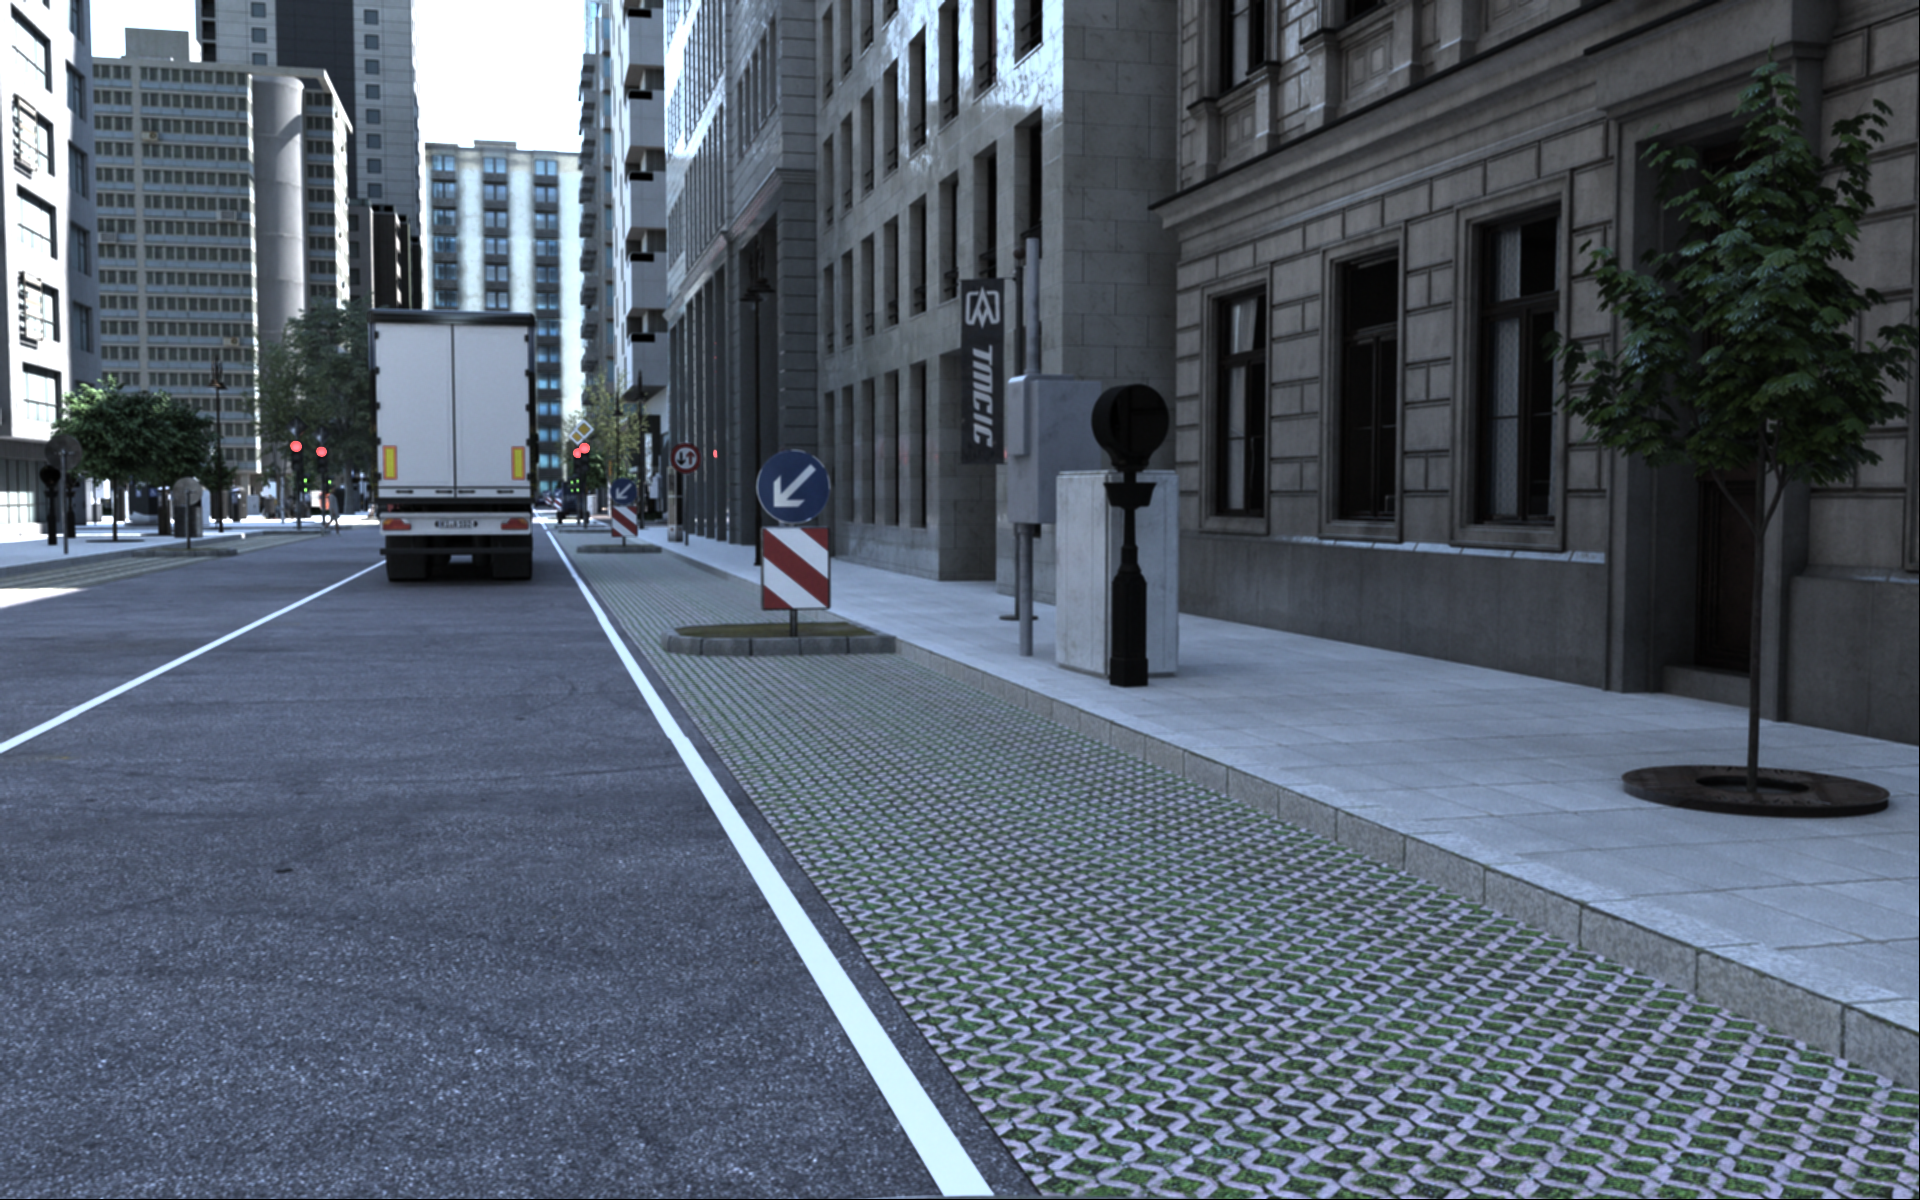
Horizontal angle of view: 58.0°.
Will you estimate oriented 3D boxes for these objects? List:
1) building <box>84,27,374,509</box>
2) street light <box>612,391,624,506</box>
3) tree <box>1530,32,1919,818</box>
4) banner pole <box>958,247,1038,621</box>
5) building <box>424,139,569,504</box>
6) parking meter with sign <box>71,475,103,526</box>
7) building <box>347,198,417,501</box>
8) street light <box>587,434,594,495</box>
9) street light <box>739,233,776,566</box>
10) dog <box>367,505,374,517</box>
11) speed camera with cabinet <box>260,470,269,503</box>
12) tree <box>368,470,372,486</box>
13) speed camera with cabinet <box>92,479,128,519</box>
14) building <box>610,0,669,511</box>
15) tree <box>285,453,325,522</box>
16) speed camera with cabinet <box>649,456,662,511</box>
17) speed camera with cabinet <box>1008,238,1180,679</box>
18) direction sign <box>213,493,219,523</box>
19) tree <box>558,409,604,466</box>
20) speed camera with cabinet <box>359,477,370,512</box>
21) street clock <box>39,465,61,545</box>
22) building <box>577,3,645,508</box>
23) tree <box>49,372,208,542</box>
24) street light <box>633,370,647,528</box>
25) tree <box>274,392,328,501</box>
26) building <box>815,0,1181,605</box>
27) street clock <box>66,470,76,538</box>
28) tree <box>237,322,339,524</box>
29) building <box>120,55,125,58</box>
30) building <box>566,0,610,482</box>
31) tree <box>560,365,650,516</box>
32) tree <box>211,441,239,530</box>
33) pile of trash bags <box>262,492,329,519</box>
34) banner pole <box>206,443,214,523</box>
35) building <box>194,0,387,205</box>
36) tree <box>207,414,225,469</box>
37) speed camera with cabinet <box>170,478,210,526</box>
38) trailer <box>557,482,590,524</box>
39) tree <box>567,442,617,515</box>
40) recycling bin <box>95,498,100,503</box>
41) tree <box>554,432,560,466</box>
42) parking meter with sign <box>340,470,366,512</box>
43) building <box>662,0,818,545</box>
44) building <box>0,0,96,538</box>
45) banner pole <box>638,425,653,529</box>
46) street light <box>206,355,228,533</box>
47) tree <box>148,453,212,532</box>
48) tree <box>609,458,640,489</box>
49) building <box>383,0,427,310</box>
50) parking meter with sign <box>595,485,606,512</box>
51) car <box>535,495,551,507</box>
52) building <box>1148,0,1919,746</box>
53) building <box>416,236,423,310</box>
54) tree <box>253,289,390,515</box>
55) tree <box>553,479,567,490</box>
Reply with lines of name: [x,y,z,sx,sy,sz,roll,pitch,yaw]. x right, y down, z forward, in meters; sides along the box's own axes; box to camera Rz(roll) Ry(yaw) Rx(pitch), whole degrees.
building: [-66.195,-27.974,149.255,32.217,40.220,23.993,-1,4,-14]
street light: [-15.367,-6.423,77.812,0.468,5.910,1.993,-1,4,-14]
tree: [3.492,-0.778,7.323,1.663,3.219,1.824,0,3,0]
banner pole: [0.384,-1.695,17.723,0.863,3.779,0.401,1,4,19]
building: [-63.181,-37.747,236.778,30.456,49.044,23.786,-1,4,-14]
parking meter with sign: [-39.127,-4.954,77.259,0.543,3.016,1.738,1,4,20]
building: [-61.519,-24.382,170.340,14.160,30.474,14.107,-1,4,-14]
street light: [-23.747,-8.477,111.389,0.468,5.910,1.993,-1,4,-14]
street light: [-3.617,-3.558,30.955,0.468,5.910,1.993,-1,4,-14]
dog: [-33.366,-4.982,98.296,0.513,0.831,0.800,0,4,-5]
speed camera with cabinet: [-52.841,-8.403,131.730,0.660,3.252,2.038,-2,4,-27]
tree: [-44.291,-9.202,134.166,4.285,4.588,4.351,0,3,0]
speed camera with cabinet: [-44.090,-5.866,90.239,2.038,3.252,0.660,0,4,2]
building: [-11.813,-33.069,129.909,28.713,52.752,27.495,-1,4,-14]
tree: [-30.365,-5.223,80.004,1.663,3.219,1.824,0,3,0]
speed camera with cabinet: [-15.282,-5.834,89.716,0.660,3.252,2.038,2,4,25]
speed camera with cabinet: [0.959,-1.136,12.907,0.660,3.252,2.038,-1,4,-18]
direction sign: [-32.801,-5.165,76.449,0.379,3.537,0.876,-1,4,-22]
tree: [-32.759,-12.207,149.948,4.360,8.622,3.978,0,3,0]
speed camera with cabinet: [-43.448,-8.028,125.594,0.660,3.252,2.038,0,4,2]
street clock: [-22.849,-2.384,43.549,0.471,2.002,0.358,-2,4,-24]
building: [-26.940,-33.996,175.449,23.786,49.044,30.456,-1,4,-14]
tree: [-22.777,-3.844,46.571,4.285,4.588,4.351,0,3,0]
street light: [-11.876,-5.604,64.414,0.468,5.910,1.993,-1,4,-14]
tree: [-45.885,-10.411,120.577,4.360,8.622,3.978,0,3,0]
building: [4.139,-10.625,28.466,10.420,20.320,16.860,-1,4,-14]
street clock: [-25.961,-2.811,50.530,0.358,2.002,0.471,0,4,-7]
tree: [-29.231,-7.615,74.862,4.737,8.622,4.395,0,3,0]
building: [-93.490,-34.986,195.714,21.600,48.544,21.300,-1,4,-14]
building: [-35.232,-54.554,204.635,22.319,86.520,31.000,-1,4,-14]
tree: [-20.079,-9.159,100.111,4.737,8.622,4.395,0,3,0]
tree: [-26.723,-4.148,62.427,1.663,3.219,1.824,0,3,0]
pile of trash bags: [-34.497,-4.930,90.349,1.912,1.369,3.447,3,5,43]
banner pole: [-33.831,-5.397,78.250,0.401,3.779,0.863,1,4,12]
building: [-87.417,-48.290,227.796,20.611,71.187,20.563,-1,4,-14]
tree: [-24.648,-4.286,53.797,4.285,4.588,4.351,0,3,0]
speed camera with cabinet: [-30.551,-4.544,68.627,0.660,3.252,2.038,0,4,6]
trailer: [-18.293,-4.567,81.711,1.471,1.999,3.904,-1,4,-15]
tree: [-22.708,-7.582,107.687,4.285,4.588,4.351,0,3,0]
recycling bin: [-64.879,-7.157,129.578,0.722,1.027,0.722,1,4,12]
tree: [-34.347,-12.565,155.801,4.737,8.622,4.395,0,3,0]
parking meter with sign: [-43.274,-7.792,123.665,0.543,3.016,1.738,2,4,32]
building: [-2.008,-16.707,50.649,11.434,29.767,29.804,-1,4,-14]
building: [-34.795,-22.544,52.188,14.086,41.232,14.154,-1,4,-14]
banner pole: [-11.395,-4.458,62.898,0.401,3.779,0.863,-3,5,-44]
street light: [-24.690,-5.193,57.701,0.468,5.910,1.993,-1,4,-14]
tree: [-26.774,-3.941,59.038,1.663,3.219,1.824,0,3,0]
tree: [-18.082,-5.983,92.428,1.663,3.219,1.824,0,3,0]
building: [-73.241,-46.653,201.030,20.611,71.187,20.563,-1,4,-14]
parking meter with sign: [-25.422,-7.635,121.085,1.738,3.016,0.543,2,4,29]
car: [-45.721,-10.841,189.826,1.945,1.354,3.894,-1,4,-14]
building: [9.006,-8.958,11.094,10.561,19.102,19.286,-1,4,-14]
building: [-64.833,-25.256,184.640,14.160,30.474,14.107,-1,4,-14]
tree: [-37.864,-12.230,106.623,9.857,13.997,8.962,0,3,0]
tree: [-48.882,-13.258,211.361,1.663,3.219,1.824,0,3,0]
